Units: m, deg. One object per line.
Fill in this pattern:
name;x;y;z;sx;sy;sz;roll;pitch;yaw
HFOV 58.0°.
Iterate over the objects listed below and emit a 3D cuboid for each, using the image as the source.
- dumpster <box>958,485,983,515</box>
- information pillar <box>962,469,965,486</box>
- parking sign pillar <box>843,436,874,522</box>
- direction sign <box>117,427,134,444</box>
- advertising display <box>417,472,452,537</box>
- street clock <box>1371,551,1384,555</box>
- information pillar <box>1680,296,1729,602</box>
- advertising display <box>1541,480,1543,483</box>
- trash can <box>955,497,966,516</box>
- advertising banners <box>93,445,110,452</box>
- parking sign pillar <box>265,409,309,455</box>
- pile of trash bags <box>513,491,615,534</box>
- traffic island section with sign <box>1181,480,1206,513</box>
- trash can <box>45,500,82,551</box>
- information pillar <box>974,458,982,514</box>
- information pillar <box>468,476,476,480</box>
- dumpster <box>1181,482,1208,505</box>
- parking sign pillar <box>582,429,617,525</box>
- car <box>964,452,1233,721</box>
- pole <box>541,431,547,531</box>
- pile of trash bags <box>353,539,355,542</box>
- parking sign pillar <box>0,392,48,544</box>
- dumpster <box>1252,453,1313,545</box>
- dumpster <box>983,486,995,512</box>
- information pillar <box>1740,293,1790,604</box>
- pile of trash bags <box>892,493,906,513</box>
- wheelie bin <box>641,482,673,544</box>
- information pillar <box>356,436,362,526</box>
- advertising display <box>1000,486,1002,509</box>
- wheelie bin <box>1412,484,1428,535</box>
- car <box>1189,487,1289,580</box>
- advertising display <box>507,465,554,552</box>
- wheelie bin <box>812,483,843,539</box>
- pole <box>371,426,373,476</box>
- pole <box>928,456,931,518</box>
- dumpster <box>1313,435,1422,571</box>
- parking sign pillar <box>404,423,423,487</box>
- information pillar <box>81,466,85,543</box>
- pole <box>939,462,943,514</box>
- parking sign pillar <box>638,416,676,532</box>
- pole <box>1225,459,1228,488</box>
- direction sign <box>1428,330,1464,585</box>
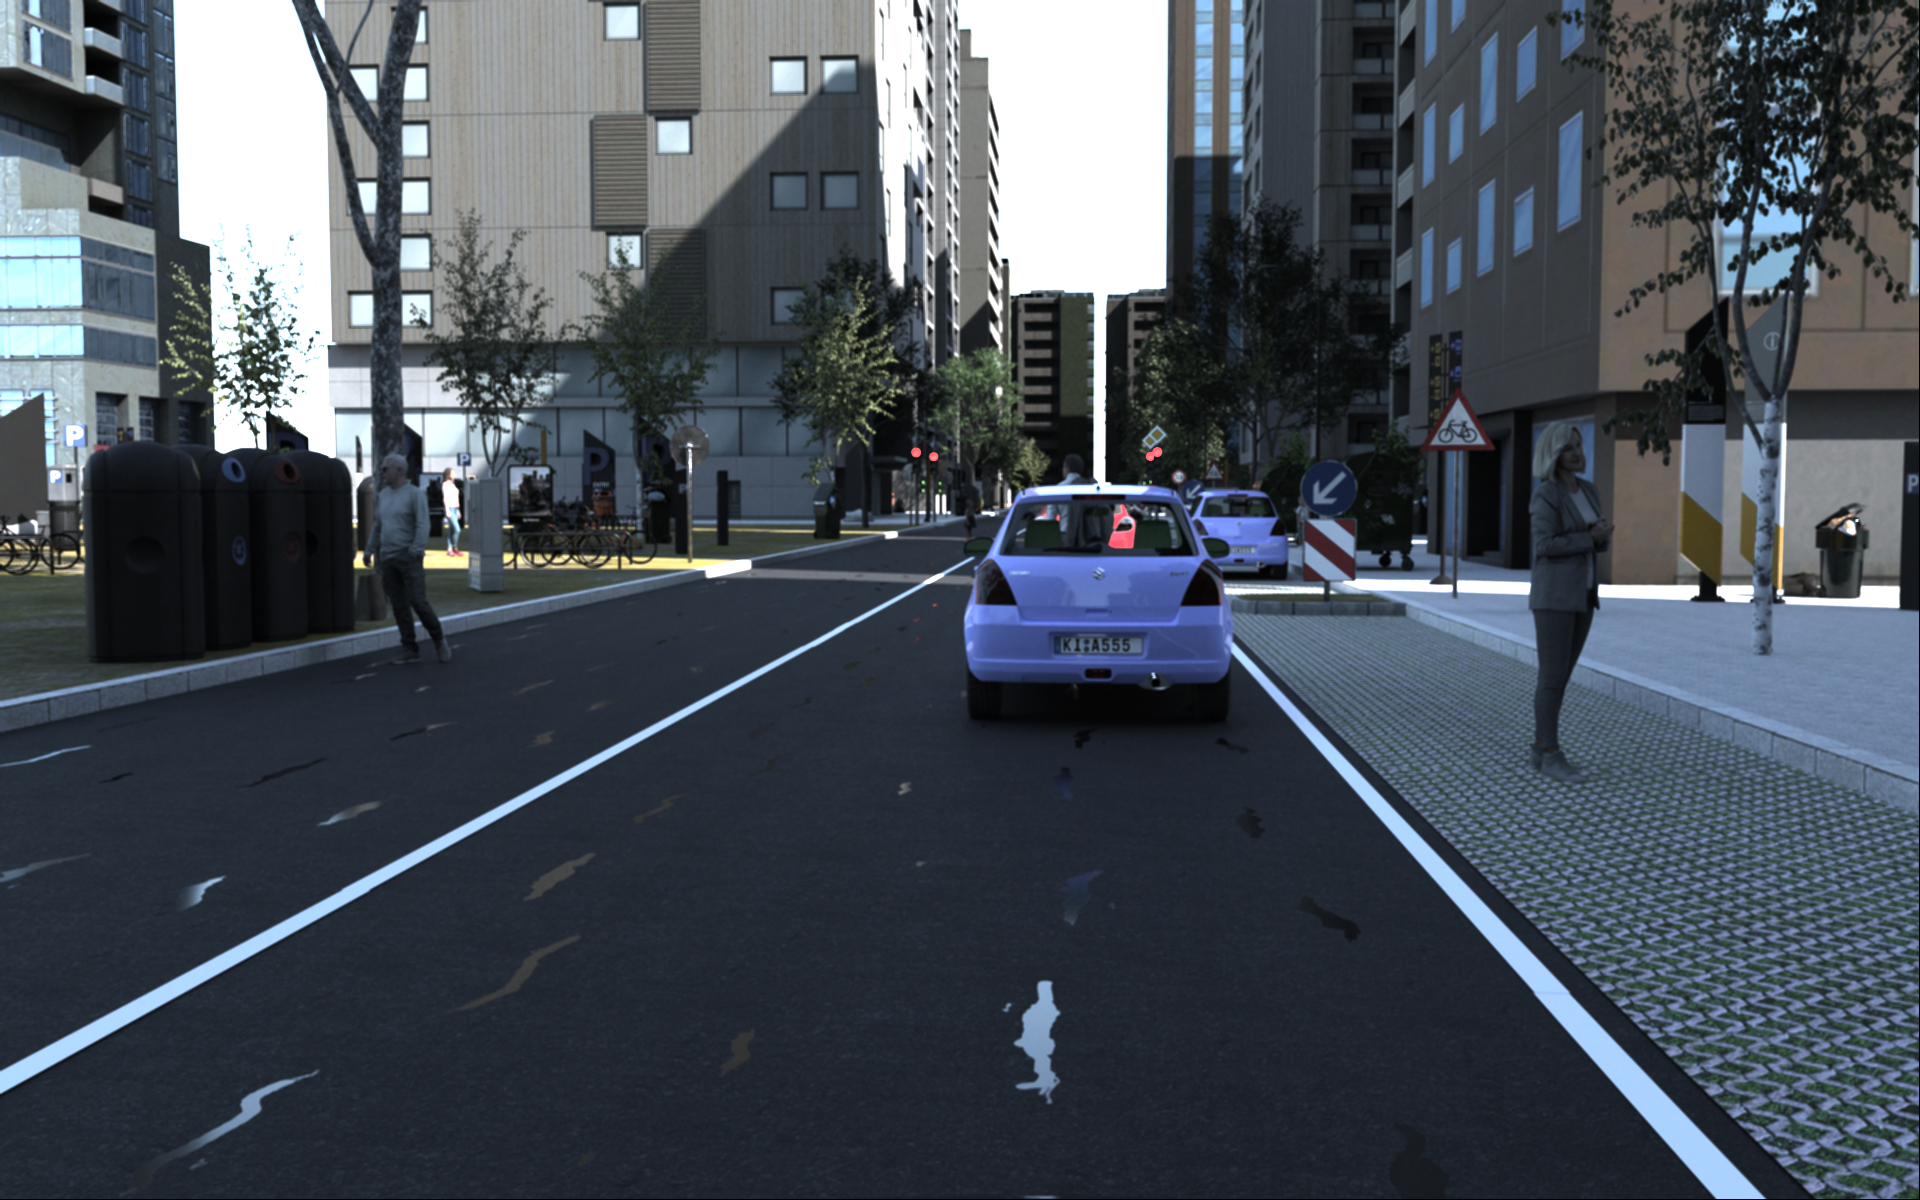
dumpster;0.542;-6.150;106.312;1.264;1.857;1.865;0;4;4
information pillar;0.208;-9.832;152.100;0.504;3.616;0.183;-2;4;-29
parking sign pillar;-4.703;-5.615;80.271;1.447;3.967;1.447;3;5;42
direction sign;-28.328;-4.091;58.877;0.876;3.537;0.379;2;4;30
advertising display;-15.679;-2.846;51.738;0.974;1.923;0.123;-1;4;-22
street clock;8.851;-1.963;36.665;0.471;2.002;0.358;-3;5;-41
information pillar;8.858;-1.789;20.600;0.504;3.616;0.183;0;4;2
advertising display;6.355;-0.823;18.674;0.123;1.923;0.974;1;4;23
trash can;0.041;-5.453;100.803;0.748;1.137;0.748;0;3;0
advertising banners;-29.836;-4.026;62.020;2.074;3.025;0.090;-1;4;-20
parking sign pillar;-21.356;-4.076;55.111;1.447;3.967;1.447;-2;4;-29
pile of trash bags;-13.795;-3.149;61.238;3.447;1.369;1.912;2;4;27
traffic island section with sign;6.327;-2.414;48.103;1.989;1.847;2.006;0;4;4
trash can;-20.159;-1.673;39.001;0.748;1.137;0.748;0;3;0
information pillar;1.189;-7.381;112.029;0.504;3.616;0.183;0;4;5
information pillar;-19.872;-4.039;70.527;0.304;2.012;0.304;-1;4;-17
dumpster;10.897;-4.552;80.183;1.264;1.857;1.865;0;4;4
parking sign pillar;-15.025;-5.111;72.043;1.447;3.967;1.447;0;4;6
car;0.967;-0.165;12.294;1.945;1.707;3.694;0;4;4
pole;-13.365;-3.782;55.687;0.158;3.312;0.155;0;3;0
pile of trash bags;-13.070;-1.632;36.443;3.447;1.369;1.912;-1;4;-10
parking sign pillar;-24.741;-3.486;45.472;1.447;3.967;1.447;-3;5;-43
dumpster;7.981;-2.439;42.368;1.502;2.255;1.985;0;4;4
dumpster;1.858;-7.350;125.923;1.264;1.857;1.865;0;4;4
information pillar;9.482;-1.776;20.394;0.183;3.616;0.504;-3;4;-37
pile of trash bags;-4.700;-6.628;118.118;1.912;1.369;3.447;0;4;-4
wheelie bin;-7.868;-2.266;44.956;0.693;1.594;0.980;-2;4;-32
information pillar;-24.119;-4.783;69.555;0.183;3.616;0.504;0;4;-4
advertising display;3.406;-8.529;144.662;0.123;1.923;0.974;0;4;-4
wheelie bin;14.480;-2.859;54.650;0.693;1.594;0.980;-2;4;-31
car;4.689;-1.252;30.066;1.945;1.707;3.694;0;4;4
advertising display;-9.444;-2.011;38.100;0.974;1.923;0.123;0;4;2
wheelie bin;-3.797;-2.551;49.625;0.980;1.594;0.693;3;5;44
pole;-17.505;-3.548;51.855;0.158;3.312;0.155;0;3;0
pole;-1.645;-5.998;91.909;0.158;3.312;0.155;0;3;0
dumpster;6.981;-1.658;29.606;1.502;2.255;1.985;0;4;4
parking sign pillar;-17.824;-4.089;55.323;1.447;3.967;1.447;1;4;20
information pillar;-22.909;-2.515;45.606;0.304;2.012;0.304;0;4;-7
pole;-1.213;-7.073;109.481;0.158;3.312;0.155;0;3;0
parking sign pillar;-10.376;-4.327;59.220;1.447;3.967;1.447;-3;5;-43
pole;15.519;-6.545;100.854;0.158;3.312;0.155;0;3;0
direction sign;6.836;-1.984;24.433;0.379;3.537;0.876;-1;4;-15
